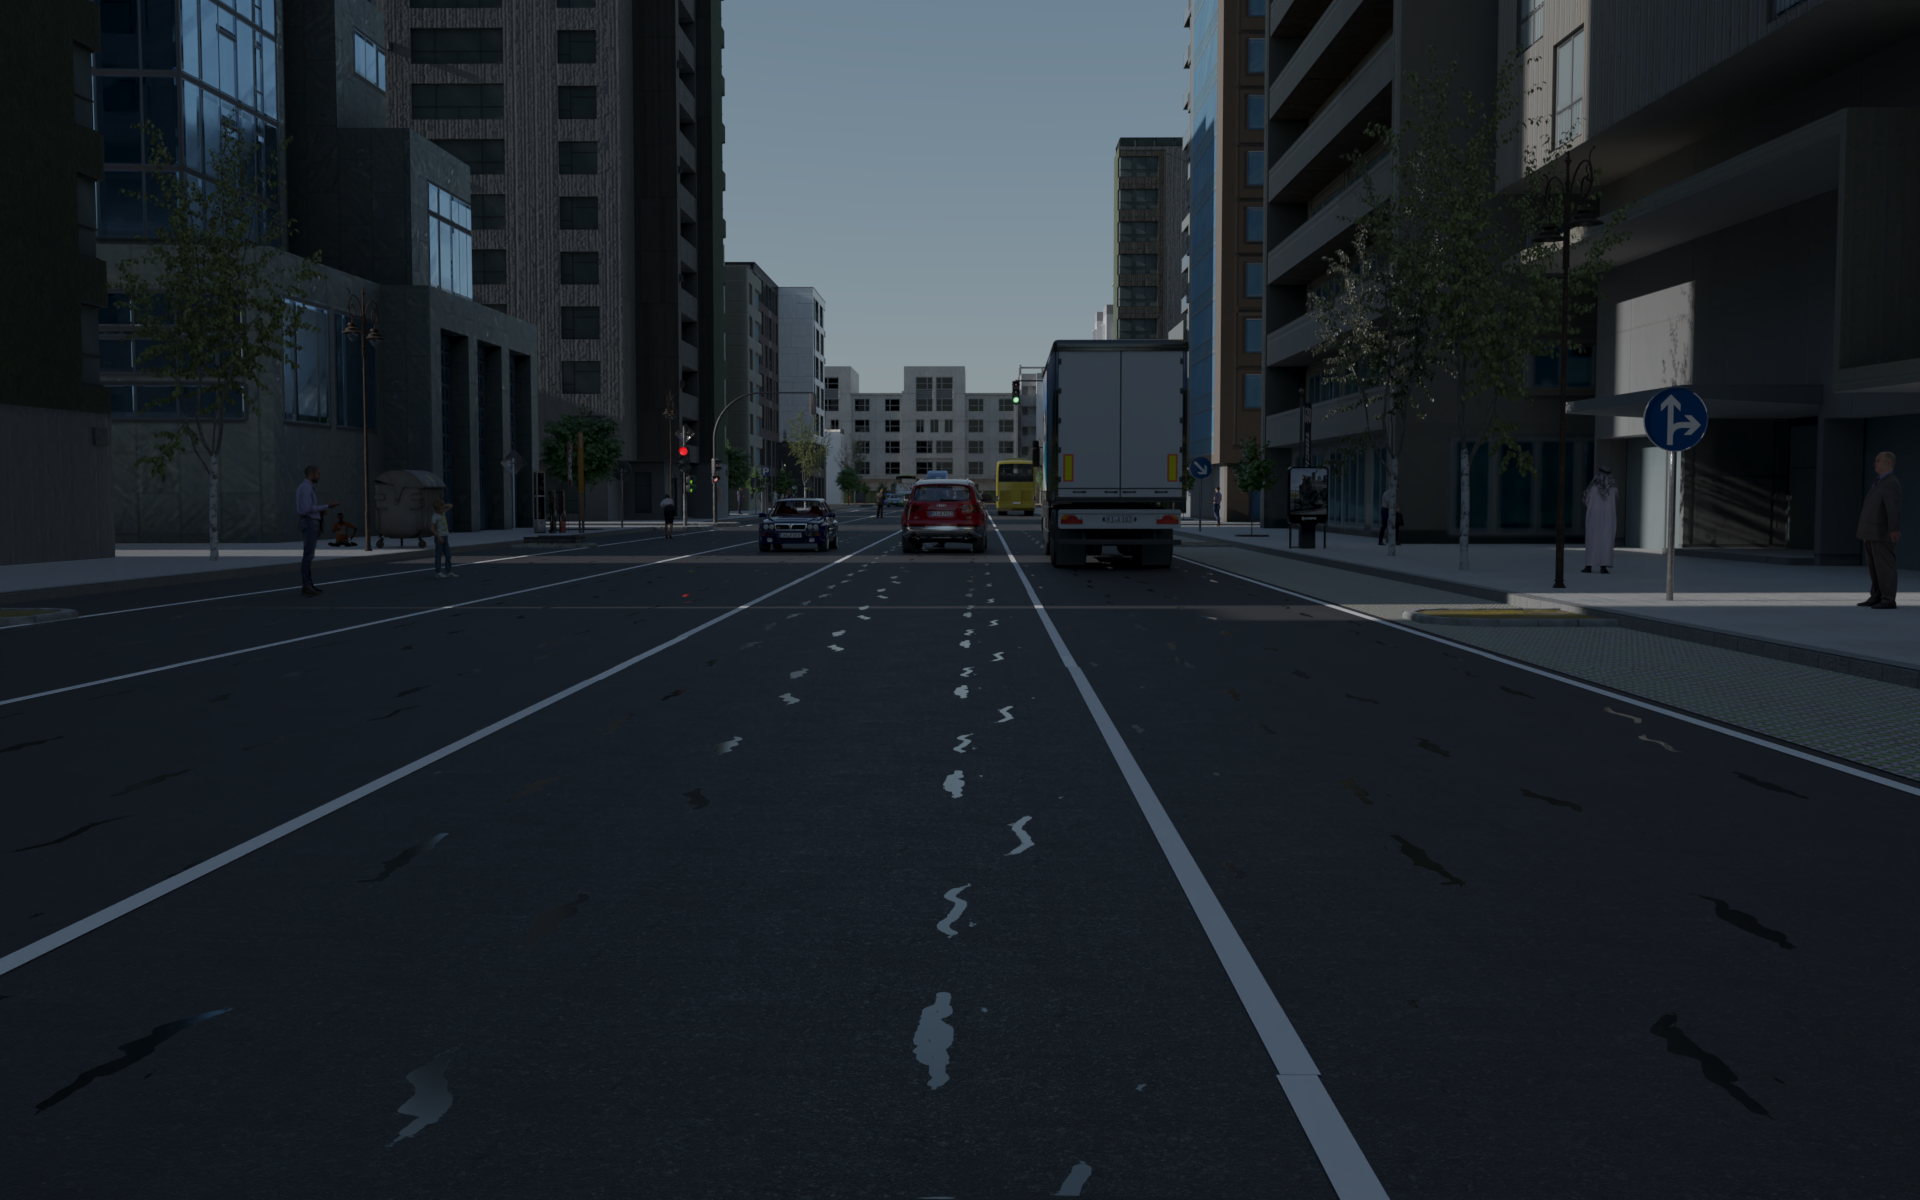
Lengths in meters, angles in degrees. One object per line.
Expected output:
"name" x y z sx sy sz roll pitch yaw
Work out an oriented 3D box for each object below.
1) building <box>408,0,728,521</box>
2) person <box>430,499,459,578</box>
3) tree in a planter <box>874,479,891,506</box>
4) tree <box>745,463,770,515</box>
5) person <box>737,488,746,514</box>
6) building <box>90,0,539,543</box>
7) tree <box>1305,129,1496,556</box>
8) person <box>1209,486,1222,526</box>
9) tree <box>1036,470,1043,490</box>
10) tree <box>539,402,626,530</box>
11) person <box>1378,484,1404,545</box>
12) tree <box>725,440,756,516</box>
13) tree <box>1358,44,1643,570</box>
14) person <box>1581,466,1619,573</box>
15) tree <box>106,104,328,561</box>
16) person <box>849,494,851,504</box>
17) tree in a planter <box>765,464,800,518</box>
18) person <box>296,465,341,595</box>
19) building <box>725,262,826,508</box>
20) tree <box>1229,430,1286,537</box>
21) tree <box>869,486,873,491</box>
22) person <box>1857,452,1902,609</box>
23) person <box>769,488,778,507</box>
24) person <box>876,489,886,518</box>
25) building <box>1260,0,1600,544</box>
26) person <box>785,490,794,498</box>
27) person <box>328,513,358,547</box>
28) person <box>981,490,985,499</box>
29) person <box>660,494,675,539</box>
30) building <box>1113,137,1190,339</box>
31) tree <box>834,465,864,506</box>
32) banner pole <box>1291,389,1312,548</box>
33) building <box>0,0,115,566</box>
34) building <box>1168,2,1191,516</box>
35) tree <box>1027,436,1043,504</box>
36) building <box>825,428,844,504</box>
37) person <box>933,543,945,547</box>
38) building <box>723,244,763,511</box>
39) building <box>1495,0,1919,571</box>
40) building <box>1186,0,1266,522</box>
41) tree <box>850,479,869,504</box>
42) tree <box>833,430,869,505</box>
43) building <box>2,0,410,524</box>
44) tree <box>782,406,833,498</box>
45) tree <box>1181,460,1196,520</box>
"building" -19.743 -19.281 86.941 14.160 30.474 14.107 0 4 1
"person" -8.849 -1.058 29.714 0.340 1.345 0.435 0 4 6
"tree in a planter" -9.314 -12.823 206.884 1.991 3.239 1.994 0 4 1
"tree" -12.687 -6.929 107.883 1.663 3.219 1.824 0 3 0
"person" -13.837 -6.319 109.814 0.568 1.767 0.683 -1 4 -14
"building" -31.806 -45.288 53.129 31.000 86.520 22.319 0 4 1
"tree" 9.009 -5.231 35.891 4.360 8.622 3.978 0 3 0
"person" 10.237 -3.732 69.023 0.435 1.587 0.963 2 4 26
"tree" 10.539 -13.408 202.941 4.285 4.588 4.351 0 3 0
"tree" -13.575 -4.795 62.112 4.285 4.588 4.351 0 3 0
"person" 10.771 -2.140 43.240 0.590 1.554 0.614 2 4 34
"tree" -13.705 -7.303 103.117 4.285 4.588 4.351 0 3 0
"tree" 8.683 -4.797 28.801 4.737 8.622 4.395 0 3 0
"person" 10.395 -1.306 28.064 0.551 1.740 0.621 0 4 -4
"tree" -14.432 -5.080 33.418 4.737 8.622 4.395 0 3 0
"person" -14.858 -13.601 234.129 0.557 1.426 1.065 0 4 -3
"tree in a planter" -10.347 -6.393 101.753 1.991 3.239 1.994 0 4 1
"person" -9.156 -1.001 24.741 0.599 1.838 0.709 -2 4 -25
"building" -28.400 -19.871 168.862 27.936 21.610 32.646 0 4 1
"tree" 8.783 -3.517 52.111 1.663 3.219 1.824 0 3 0
"tree" -12.170 -13.846 220.983 1.663 3.219 1.824 0 3 0
"person" 10.337 -0.789 19.488 0.434 1.755 0.990 1 4 12
"person" -13.834 -7.483 129.106 0.841 1.734 0.376 -2 4 -33
"person" -4.732 -5.783 103.731 0.565 1.739 0.600 0 4 -8
"building" 21.880 -26.279 53.362 21.300 48.544 21.600 0 4 1
"person" -6.602 -3.458 67.105 0.516 1.574 0.319 0 4 7
"person" -15.011 -1.701 42.141 0.859 0.850 0.655 -1 4 -18
"person" 1.978 -8.581 148.930 0.434 1.807 0.598 1 4 22
"person" -9.374 -2.695 55.755 0.799 1.438 0.628 3 5 44
"building" 19.528 -22.721 143.195 14.160 30.474 14.107 0 4 1
"tree" -12.388 -12.680 191.035 4.285 4.588 4.351 0 3 0
"banner pole" 8.255 -3.148 41.487 0.401 3.779 0.863 2 4 34
"building" -24.205 -15.639 27.394 14.160 30.474 14.107 0 4 1
"building" 22.991 -48.824 110.952 22.319 86.520 31.000 0 4 1
"tree" 10.907 -17.072 229.487 4.360 8.622 3.978 0 3 0
"building" -29.133 -17.075 221.324 28.070 9.664 9.099 0 4 1
"person" -0.615 -2.302 46.847 0.504 1.737 0.576 -1 4 -17
"building" -30.072 -17.218 126.550 27.650 21.520 28.899 0 4 1
"building" 26.405 -26.859 28.386 28.713 52.752 27.495 0 4 1
"building" 19.014 -26.578 84.659 14.200 45.320 14.600 0 4 1
"tree" -12.804 -13.494 215.232 1.663 3.219 1.824 0 3 0
"tree" -12.268 -15.240 199.543 4.360 8.622 3.978 0 3 0
"building" -37.459 -19.365 88.317 14.107 30.474 14.160 0 4 1
"tree" -12.815 -11.957 145.853 4.737 8.622 4.395 0 3 0
"tree" 10.788 -5.504 84.585 1.663 3.219 1.824 0 3 0
